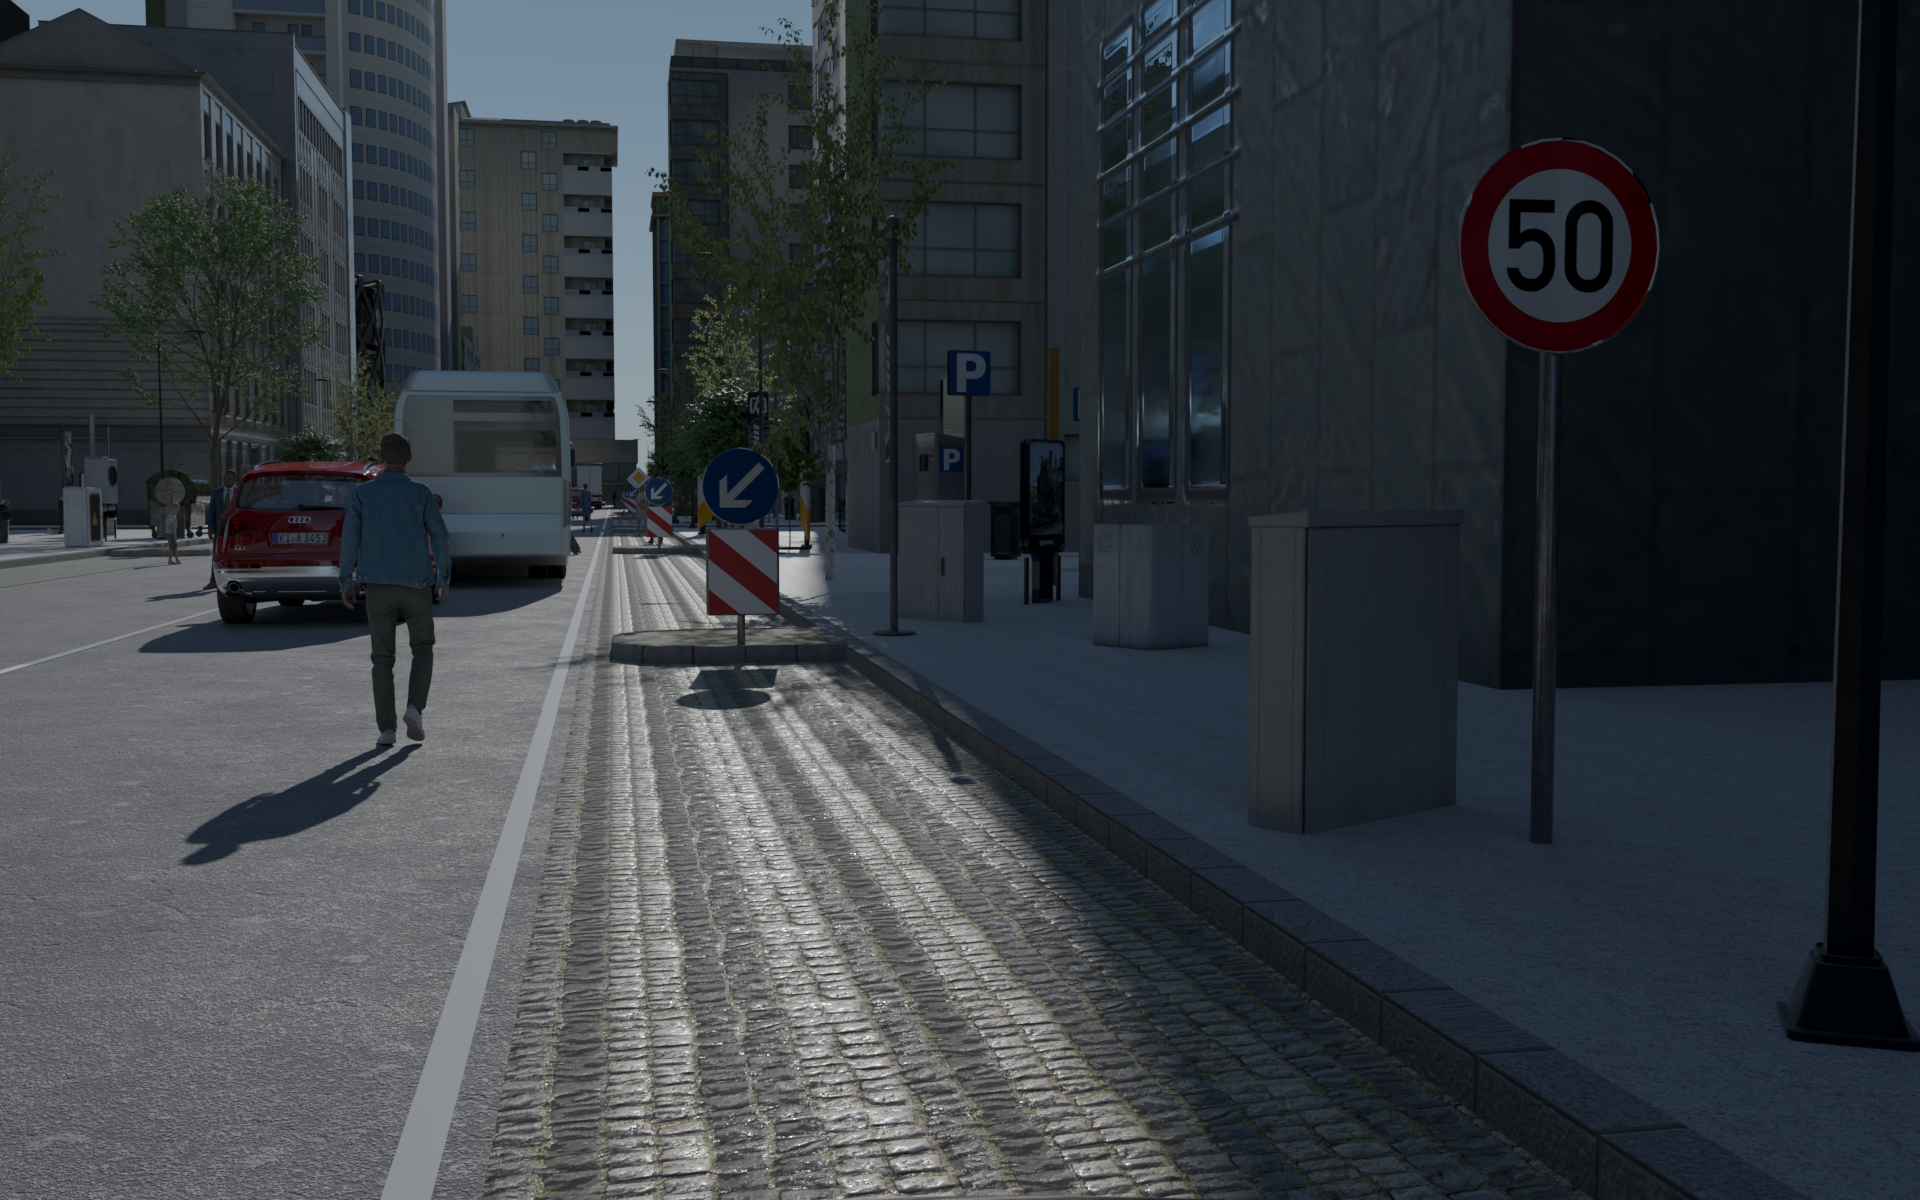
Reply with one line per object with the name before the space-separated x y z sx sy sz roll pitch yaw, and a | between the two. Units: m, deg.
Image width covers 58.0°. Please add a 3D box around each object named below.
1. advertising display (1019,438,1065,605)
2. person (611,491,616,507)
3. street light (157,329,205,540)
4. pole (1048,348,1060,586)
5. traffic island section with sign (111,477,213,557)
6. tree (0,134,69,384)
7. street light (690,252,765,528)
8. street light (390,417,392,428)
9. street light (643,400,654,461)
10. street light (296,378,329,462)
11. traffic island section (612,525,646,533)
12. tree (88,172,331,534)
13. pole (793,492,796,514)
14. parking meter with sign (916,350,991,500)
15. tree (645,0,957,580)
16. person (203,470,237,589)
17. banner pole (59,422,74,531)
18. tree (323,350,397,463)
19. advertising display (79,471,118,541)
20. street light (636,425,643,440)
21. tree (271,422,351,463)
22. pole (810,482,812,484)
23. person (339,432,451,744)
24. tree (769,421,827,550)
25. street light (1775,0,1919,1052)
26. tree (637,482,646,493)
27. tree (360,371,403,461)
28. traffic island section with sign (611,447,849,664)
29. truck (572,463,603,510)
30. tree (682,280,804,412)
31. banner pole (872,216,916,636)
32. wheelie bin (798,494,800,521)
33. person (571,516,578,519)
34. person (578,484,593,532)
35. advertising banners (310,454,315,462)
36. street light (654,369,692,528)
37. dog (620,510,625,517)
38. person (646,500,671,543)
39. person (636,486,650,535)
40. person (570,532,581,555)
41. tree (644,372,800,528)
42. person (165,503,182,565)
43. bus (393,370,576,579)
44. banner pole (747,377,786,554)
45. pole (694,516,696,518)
advertising display | 0.975 -0.929 20.409 0.123 1.923 0.974 2 4 29
person | -38.418 -11.175 192.029 0.721 1.723 1.217 1 4 12
street light | -21.949 -4.666 48.836 1.470 5.913 1.316 -1 4 -11
pole | 1.311 -1.860 24.249 0.158 3.312 0.155 0 3 0
traffic island section with sign | -18.404 -1.931 40.208 1.989 1.847 2.006 -1 4 -11
tree | -20.207 -5.191 35.243 4.737 8.622 4.395 0 3 0
street light | -4.399 -3.732 33.556 1.470 5.913 1.316 -1 4 -11
street light | -32.046 -7.757 99.365 1.470 5.913 1.316 -1 4 -11
street light | -14.860 -6.943 86.058 1.470 5.913 1.316 -1 4 -11
street light | -26.032 -5.934 69.557 1.470 5.913 1.316 -1 4 -11
traffic island section | -11.912 -2.580 64.466 2.009 0.180 2.903 -1 4 -11
tree | -24.004 -7.951 55.758 9.928 11.665 9.643 0 3 0
pole | -10.502 -7.088 109.735 0.158 3.312 0.155 0 3 0
parking meter with sign | -0.223 -1.566 21.871 0.543 3.016 1.738 -2 4 -24
tree | -2.152 -4.606 25.667 4.737 8.622 4.395 0 3 0
person | -11.167 -1.082 26.378 0.721 1.800 0.419 -2 4 -23
banner pole | -31.022 -4.289 60.149 0.863 3.779 0.401 2 4 33
tree | -30.547 -8.444 88.425 4.360 8.622 3.978 0 3 0
advertising display | -24.744 -2.724 49.753 0.974 1.923 0.123 -3 5 -42
street light | -20.805 -8.784 116.160 1.470 5.913 1.316 -1 4 -11
tree | -29.469 -5.806 78.635 4.285 4.588 4.351 0 3 0
pole | -7.616 -5.789 88.498 0.158 3.312 0.155 0 3 0
person | -3.217 -0.064 9.888 0.601 1.785 0.444 -1 4 -14
tree | -3.823 -2.784 40.122 1.663 3.219 1.824 0 3 0
street light | 1.590 -1.916 3.870 1.470 5.913 1.316 -1 4 -11
tree | -34.704 -11.879 188.829 1.663 3.219 1.824 0 3 0
tree | -34.326 -9.399 104.034 4.737 8.622 4.395 0 3 0
traffic island section with sign | -2.113 -0.419 15.472 1.989 1.847 2.006 -1 4 -11
truck | -35.132 -10.689 163.675 2.839 4.237 11.283 -1 4 -13
tree | -7.711 -6.732 60.429 4.360 8.622 3.978 0 3 0
banner pole | -0.636 -1.584 15.919 0.401 3.779 0.863 -1 4 -9
wheelie bin | -7.222 -4.550 82.295 0.693 1.594 0.980 3 5 44
person | -22.168 -5.574 99.842 0.606 1.804 0.583 -3 5 -40
person | -13.963 -3.436 64.695 0.581 1.822 0.654 -2 4 -34
advertising banners | -28.303 -4.817 74.944 0.090 3.025 2.074 0 4 2
street light | -10.518 -5.623 64.479 1.470 5.913 1.316 -1 4 -11
dog | -19.669 -4.991 100.887 0.540 0.507 0.406 1 4 15
person | -8.718 -2.529 50.039 0.721 1.800 0.419 0 4 6
person | -10.935 -3.071 59.716 0.512 1.701 0.522 -1 4 -11
person | -9.636 -1.946 40.528 1.509 1.804 0.699 -2 4 -23
tree | -6.265 -3.867 46.935 4.285 4.588 4.351 0 3 0
person | -15.996 -1.348 35.224 0.352 1.250 0.332 1 4 11
bus | -8.635 -2.295 32.377 2.948 3.499 13.247 -1 4 -13
banner pole | -4.175 -2.889 37.257 0.863 3.779 0.401 0 4 8
pole | -13.281 -5.701 87.051 0.158 3.312 0.155 0 3 0
